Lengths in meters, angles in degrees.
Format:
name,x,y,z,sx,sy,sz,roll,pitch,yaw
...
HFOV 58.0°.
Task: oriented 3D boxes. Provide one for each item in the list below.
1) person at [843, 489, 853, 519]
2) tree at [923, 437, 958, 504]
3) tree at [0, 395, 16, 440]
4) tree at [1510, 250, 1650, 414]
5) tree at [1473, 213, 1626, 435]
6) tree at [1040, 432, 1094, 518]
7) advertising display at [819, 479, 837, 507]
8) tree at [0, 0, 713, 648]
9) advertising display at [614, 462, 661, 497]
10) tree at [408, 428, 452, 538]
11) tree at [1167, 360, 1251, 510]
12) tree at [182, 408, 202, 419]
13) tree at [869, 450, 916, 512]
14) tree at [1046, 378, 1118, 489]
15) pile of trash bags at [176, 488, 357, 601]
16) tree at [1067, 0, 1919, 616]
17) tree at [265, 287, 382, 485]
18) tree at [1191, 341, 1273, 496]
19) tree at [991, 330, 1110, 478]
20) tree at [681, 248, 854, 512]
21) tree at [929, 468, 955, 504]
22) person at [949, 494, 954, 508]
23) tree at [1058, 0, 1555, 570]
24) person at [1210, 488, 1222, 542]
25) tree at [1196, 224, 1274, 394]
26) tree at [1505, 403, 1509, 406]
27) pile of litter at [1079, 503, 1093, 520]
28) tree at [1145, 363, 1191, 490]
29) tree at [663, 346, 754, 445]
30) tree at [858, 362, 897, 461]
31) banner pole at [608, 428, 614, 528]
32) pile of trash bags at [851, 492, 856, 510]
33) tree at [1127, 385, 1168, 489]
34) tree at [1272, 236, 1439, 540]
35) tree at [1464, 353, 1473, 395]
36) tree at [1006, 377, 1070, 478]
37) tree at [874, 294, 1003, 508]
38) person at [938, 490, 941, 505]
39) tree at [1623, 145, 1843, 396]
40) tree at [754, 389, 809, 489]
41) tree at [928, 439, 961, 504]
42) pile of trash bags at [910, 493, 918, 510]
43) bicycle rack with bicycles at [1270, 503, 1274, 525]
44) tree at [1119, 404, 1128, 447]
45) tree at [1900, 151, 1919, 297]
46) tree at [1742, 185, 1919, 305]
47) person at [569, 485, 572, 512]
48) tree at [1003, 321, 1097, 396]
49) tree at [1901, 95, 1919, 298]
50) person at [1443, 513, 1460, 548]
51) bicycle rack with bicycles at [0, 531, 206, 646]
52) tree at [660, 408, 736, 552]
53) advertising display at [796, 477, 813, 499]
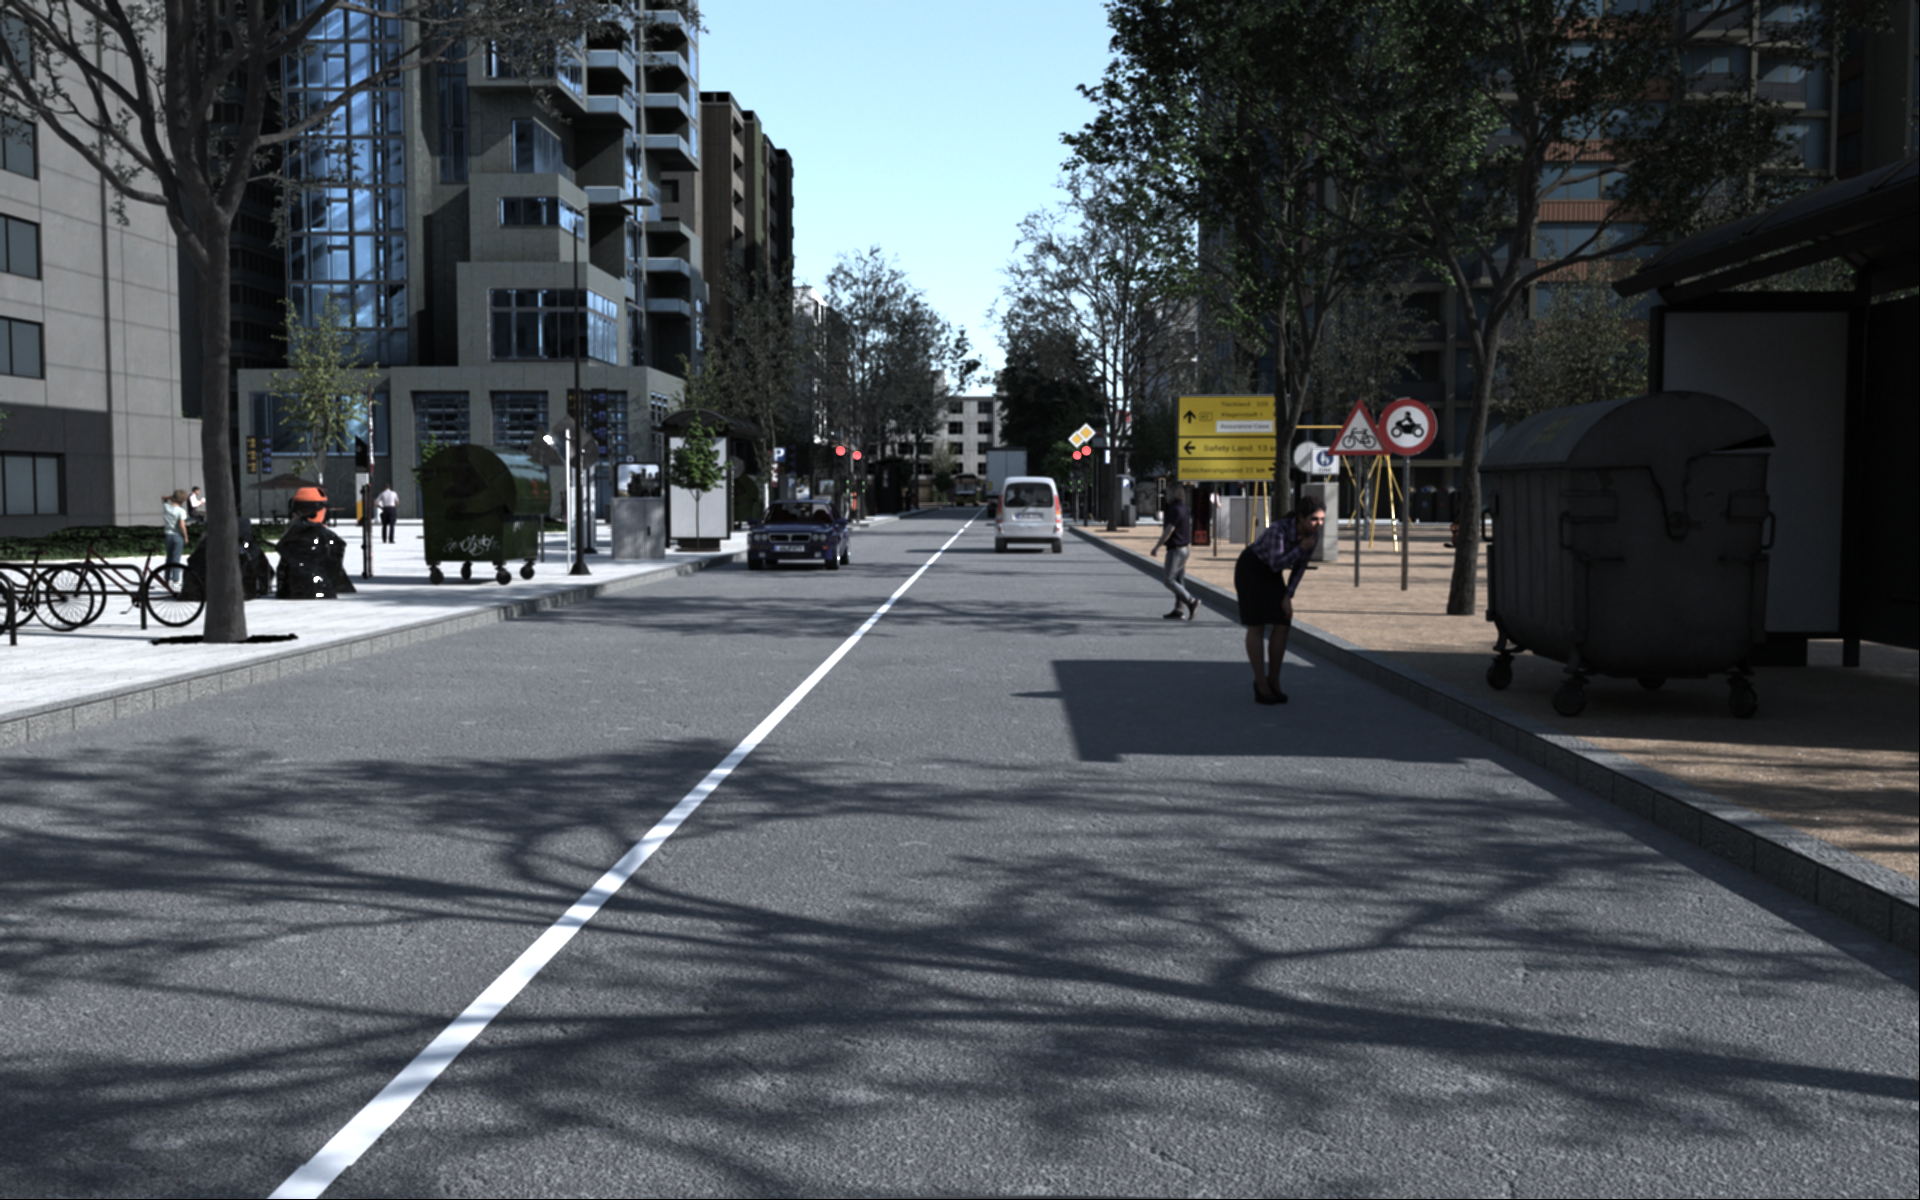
name,x,y,z,sx,sy,sz,roll,pitch,yaw
person,-5.230,-4.547,81.117,0.376,1.734,0.841,2,4,24
tree,-2.577,-16.525,220.545,4.360,8.622,3.978,0,3,0
tree,-22.735,-3.330,38.166,4.285,4.588,4.351,0,3,0
tree,19.778,-6.287,53.158,4.737,8.622,4.395,0,3,0
tree,16.728,-5.881,46.516,4.360,8.622,3.978,0,3,0
tree,5.960,-6.647,92.395,4.285,4.588,4.351,0,3,0
advertising display,-5.796,-4.322,75.876,0.974,1.923,0.123,3,5,41
tree,-6.492,-6.383,14.731,12.009,13.543,11.850,0,3,0
advertising display,-6.506,-1.821,34.992,0.974,1.923,0.123,-2,4,-34
tree,-15.390,-3.409,50.336,1.663,3.219,1.824,0,3,0
tree,14.027,-8.768,93.712,4.737,8.622,4.395,0,3,0
tree,-29.019,-4.951,64.660,4.285,4.588,4.351,0,3,0
tree,-4.838,-8.584,124.056,4.285,4.588,4.351,0,3,0
tree,7.387,-9.781,110.279,4.737,8.622,4.395,0,3,0
pile of trash bags,-8.732,-0.768,22.314,1.912,1.369,3.447,0,4,-8
tree,5.331,-5.096,17.727,8.767,10.594,7.601,0,4,-6
tree,-23.092,-6.859,62.515,4.737,8.622,4.395,0,3,0
tree,13.645,-8.094,82.704,4.360,8.622,3.978,0,3,0
tree,7.174,-13.589,128.832,9.857,13.997,8.962,0,3,0
tree,-5.952,-6.155,51.001,4.360,8.622,3.978,0,3,0
tree,-2.227,-14.196,215.816,4.285,4.588,4.351,0,3,0
person,-0.812,-10.022,175.588,0.599,1.433,0.991,-2,4,-27
tree,5.679,-6.338,29.385,9.928,11.665,9.643,0,3,0
person,6.710,-2.263,46.233,0.628,1.438,0.799,0,4,4
tree,5.289,-9.060,58.504,12.009,13.543,11.850,0,3,0
tree,22.785,-7.010,64.972,4.737,8.622,4.395,0,3,0
pile of litter,6.463,-4.481,87.234,1.176,0.858,1.719,1,4,15
tree,12.287,-8.451,88.530,4.360,8.622,3.978,0,3,0
tree,-13.050,-8.352,86.917,4.737,8.622,4.395,0,3,0
tree,-4.668,-12.823,135.406,9.928,11.665,9.643,0,3,0
banner pole,-13.269,-4.641,65.903,0.401,3.779,0.863,-1,4,-23
pile of trash bags,-6.882,-4.803,88.275,3.447,1.369,1.912,1,4,8
tree,13.119,-9.216,101.051,4.737,8.622,4.395,0,3,0
tree,11.110,-5.982,48.163,4.360,8.622,3.978,0,3,0
tree,19.147,-6.599,58.254,4.360,8.622,3.978,0,3,0
tree,8.064,-14.713,158.692,7.486,12.596,7.792,0,3,0
tree,-3.347,-18.732,162.155,12.611,20.169,13.585,0,3,0
person,-2.434,-11.832,200.287,0.721,1.735,1.217,0,4,0
tree,15.860,-5.166,34.833,4.360,8.622,3.978,0,3,0
tree,-11.816,-9.971,113.382,4.737,8.622,4.395,0,3,0
tree,-2.028,-16.823,225.418,4.737,8.622,4.395,0,3,0
pile of trash bags,-5.114,-7.989,140.373,3.447,1.369,1.912,0,4,4
bicycle rack with bicycles,11.549,-3.306,67.437,2.925,0.926,2.852,0,4,-7
tree,13.823,-10.023,114.235,4.737,8.622,4.395,0,3,0
tree,28.440,-8.378,43.642,9.857,13.997,8.962,0,3,0
tree,28.780,-8.016,56.816,9.928,11.665,9.643,0,3,0
person,-19.323,-4.867,86.320,0.576,1.737,0.504,-1,4,-12
tree,7.273,-19.909,181.395,12.611,20.169,13.585,0,3,0
tree,16.880,-4.728,27.663,4.360,8.622,3.978,0,3,0
person,11.936,-1.645,41.230,0.859,0.850,0.655,0,4,-1
bicycle rack with bicycles,-8.881,-0.149,15.820,2.925,0.926,2.852,1,4,11
tree,-5.775,-2.704,38.816,1.663,3.219,1.824,0,3,0
advertising display,-6.184,-3.784,67.081,0.974,1.923,0.123,-1,4,-16
